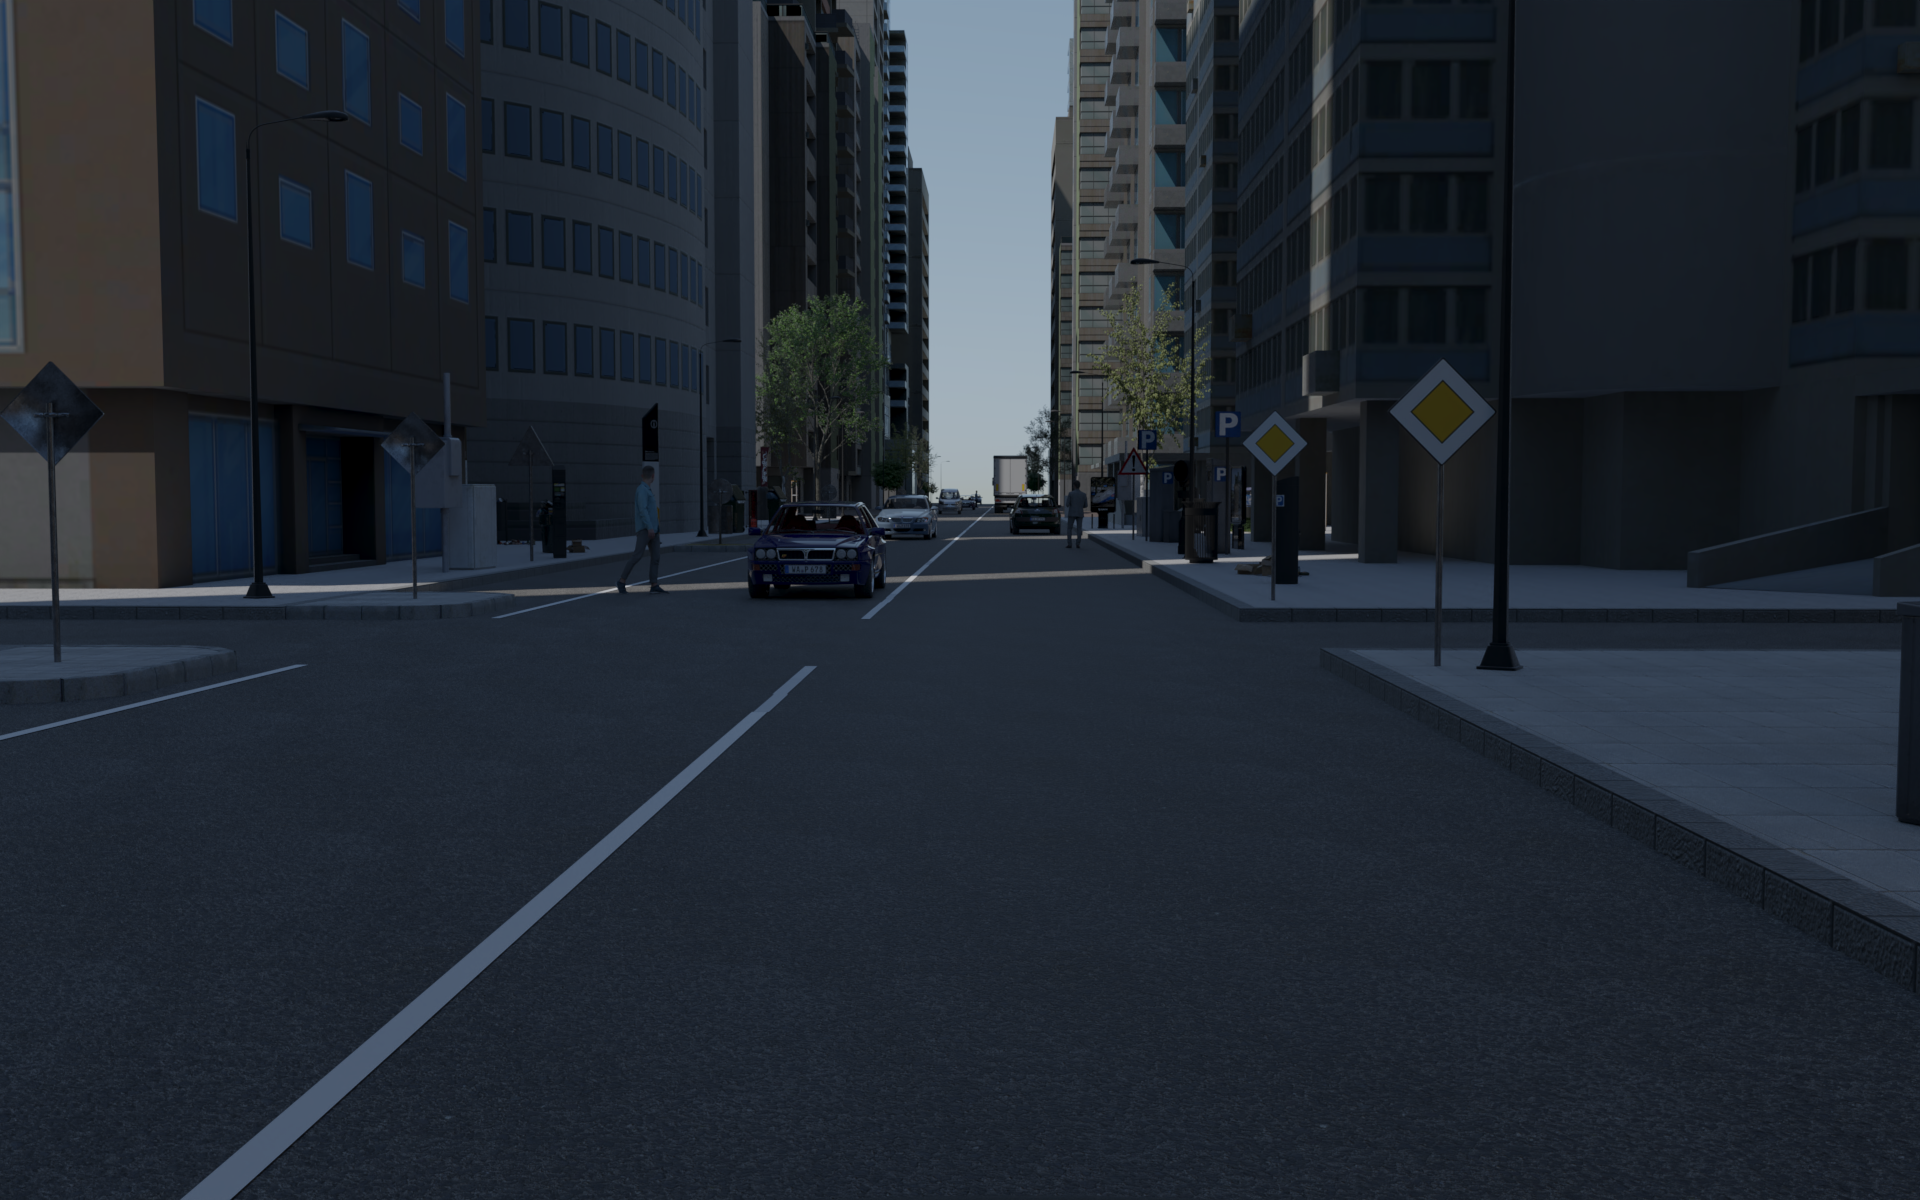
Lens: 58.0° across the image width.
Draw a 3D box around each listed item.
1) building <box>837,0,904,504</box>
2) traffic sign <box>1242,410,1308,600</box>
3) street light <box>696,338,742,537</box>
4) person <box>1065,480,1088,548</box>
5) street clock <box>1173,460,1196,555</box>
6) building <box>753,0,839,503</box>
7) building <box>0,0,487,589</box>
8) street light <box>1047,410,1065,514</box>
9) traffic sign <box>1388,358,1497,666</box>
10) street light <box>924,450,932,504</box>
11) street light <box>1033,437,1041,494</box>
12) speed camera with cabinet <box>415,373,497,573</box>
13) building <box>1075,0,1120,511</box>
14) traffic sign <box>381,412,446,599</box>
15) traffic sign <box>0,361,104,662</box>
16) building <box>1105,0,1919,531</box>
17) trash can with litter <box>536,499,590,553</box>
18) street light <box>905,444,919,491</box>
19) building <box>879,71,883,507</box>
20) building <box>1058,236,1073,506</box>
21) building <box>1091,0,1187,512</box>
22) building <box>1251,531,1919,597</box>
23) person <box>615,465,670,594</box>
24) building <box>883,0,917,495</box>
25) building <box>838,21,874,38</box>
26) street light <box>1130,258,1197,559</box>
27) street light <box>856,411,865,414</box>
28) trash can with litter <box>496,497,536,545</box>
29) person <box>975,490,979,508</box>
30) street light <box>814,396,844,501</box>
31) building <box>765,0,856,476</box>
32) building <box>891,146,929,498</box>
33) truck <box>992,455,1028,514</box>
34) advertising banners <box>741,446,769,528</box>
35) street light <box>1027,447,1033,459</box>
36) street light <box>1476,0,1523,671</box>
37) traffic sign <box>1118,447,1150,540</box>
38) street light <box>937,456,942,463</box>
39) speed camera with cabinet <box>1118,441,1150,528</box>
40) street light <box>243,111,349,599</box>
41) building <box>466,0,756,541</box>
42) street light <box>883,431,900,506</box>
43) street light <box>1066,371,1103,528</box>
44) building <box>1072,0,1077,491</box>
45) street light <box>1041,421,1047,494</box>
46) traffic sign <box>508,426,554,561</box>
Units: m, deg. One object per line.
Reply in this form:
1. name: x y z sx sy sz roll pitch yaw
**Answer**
1. building: -16.730 -46.081 191.673 20.563 71.187 20.611 0 4 2
2. traffic sign: 3.774 -1.051 20.830 0.795 2.450 0.064 0 4 2
3. street light: -7.212 -4.850 51.837 1.470 5.913 1.316 0 4 2
4. person: 3.060 -2.283 46.020 0.606 1.804 0.583 -1 4 -19
5. street clock: 4.765 -1.971 36.798 0.358 2.002 0.471 -2 4 -35
6. building: -14.979 -20.288 103.415 14.160 30.474 14.107 0 4 2
7. building: -17.198 -23.166 28.879 14.600 45.320 14.200 0 4 2
8. street light: 5.694 -7.546 95.916 1.470 5.913 1.316 0 4 2
9. traffic sign: 3.557 -0.563 12.848 0.795 2.450 0.064 0 4 2
10. street light: -3.740 -12.731 180.686 1.470 5.913 1.316 0 4 2
11. street light: 6.914 -10.274 140.525 1.470 5.913 1.316 0 4 2
12. speed camera with cabinet: -8.463 -2.124 29.061 0.660 3.252 2.038 1 4 8
13. building: 15.946 -27.533 133.751 14.154 41.232 14.086 0 4 2
14. traffic sign: -6.665 -1.070 21.134 0.795 2.450 0.064 0 4 2
15. traffic sign: -6.883 -0.582 13.152 0.795 2.450 0.064 0 4 2
16. building: 22.931 -23.529 76.583 32.217 40.220 23.993 0 4 2
17. trash can with litter: -8.672 -1.617 37.817 1.055 1.170 0.624 -2 4 -29
18. street light: -4.463 -11.438 159.556 1.470 5.913 1.316 0 4 2
19. building: -14.677 -29.204 161.076 14.154 41.232 14.086 0 4 2
20. building: 18.123 -25.907 195.272 14.160 30.474 14.107 0 4 2
21. building: 20.822 -30.063 111.143 23.786 49.044 30.456 0 4 2
22. building: 18.831 -21.062 36.240 23.993 40.220 32.217 0 4 2
23. person: -4.547 -1.008 24.835 0.748 1.841 0.638 1 4 11
24. building: -16.365 -55.308 216.962 22.319 86.520 31.000 0 4 2
25. building: -14.678 -28.292 146.167 14.154 41.232 14.086 0 4 2
26. street light: 4.051 -3.774 34.247 1.470 5.913 1.316 0 4 2
27. street light: -6.056 -7.644 97.521 1.470 5.913 1.316 0 4 2
28. trash can with litter: -11.435 -2.007 43.877 2.233 1.210 1.678 1 4 20
29. person: 1.782 -10.746 184.179 0.705 1.826 1.348 -1 4 -16
30. street light: -6.377 -6.726 82.513 1.470 5.913 1.316 0 4 2
31. building: -19.220 -28.742 124.549 22.147 44.769 28.867 0 4 2
32. building: -15.470 -37.966 244.452 21.300 48.544 21.600 0 4 2
33. truck: 3.789 -8.677 130.778 2.839 4.237 11.283 0 4 2
34. advertising banners: -7.570 -4.094 63.116 0.090 3.025 2.074 2 4 31
35. street light: 7.687 -12.176 171.622 1.470 5.913 1.316 0 4 2
36. street light: 3.424 -2.448 12.562 1.470 5.913 1.316 0 4 2
37. traffic sign: 4.828 -2.946 48.178 0.884 2.594 0.081 0 4 7
38. street light: -3.007 -14.607 211.365 1.470 5.913 1.316 0 4 2
39. speed camera with cabinet: 6.789 -4.263 64.040 2.038 3.252 0.660 3 5 44
40. street light: -8.105 -2.974 21.162 1.470 5.913 1.316 0 4 2
41. building: -19.470 -31.541 57.700 21.231 58.520 28.212 0 4 2
42. street light: -5.144 -9.537 128.469 1.470 5.913 1.316 0 4 2
43. street light: 4.817 -5.670 65.241 1.470 5.913 1.316 0 4 2
44. building: 20.573 -37.461 154.479 21.231 58.520 28.212 0 4 2
45. street light: 6.060 -8.371 109.405 1.470 5.913 1.316 0 4 2
46. traffic sign: -8.170 -2.016 32.973 0.884 2.594 0.081 0 4 2
